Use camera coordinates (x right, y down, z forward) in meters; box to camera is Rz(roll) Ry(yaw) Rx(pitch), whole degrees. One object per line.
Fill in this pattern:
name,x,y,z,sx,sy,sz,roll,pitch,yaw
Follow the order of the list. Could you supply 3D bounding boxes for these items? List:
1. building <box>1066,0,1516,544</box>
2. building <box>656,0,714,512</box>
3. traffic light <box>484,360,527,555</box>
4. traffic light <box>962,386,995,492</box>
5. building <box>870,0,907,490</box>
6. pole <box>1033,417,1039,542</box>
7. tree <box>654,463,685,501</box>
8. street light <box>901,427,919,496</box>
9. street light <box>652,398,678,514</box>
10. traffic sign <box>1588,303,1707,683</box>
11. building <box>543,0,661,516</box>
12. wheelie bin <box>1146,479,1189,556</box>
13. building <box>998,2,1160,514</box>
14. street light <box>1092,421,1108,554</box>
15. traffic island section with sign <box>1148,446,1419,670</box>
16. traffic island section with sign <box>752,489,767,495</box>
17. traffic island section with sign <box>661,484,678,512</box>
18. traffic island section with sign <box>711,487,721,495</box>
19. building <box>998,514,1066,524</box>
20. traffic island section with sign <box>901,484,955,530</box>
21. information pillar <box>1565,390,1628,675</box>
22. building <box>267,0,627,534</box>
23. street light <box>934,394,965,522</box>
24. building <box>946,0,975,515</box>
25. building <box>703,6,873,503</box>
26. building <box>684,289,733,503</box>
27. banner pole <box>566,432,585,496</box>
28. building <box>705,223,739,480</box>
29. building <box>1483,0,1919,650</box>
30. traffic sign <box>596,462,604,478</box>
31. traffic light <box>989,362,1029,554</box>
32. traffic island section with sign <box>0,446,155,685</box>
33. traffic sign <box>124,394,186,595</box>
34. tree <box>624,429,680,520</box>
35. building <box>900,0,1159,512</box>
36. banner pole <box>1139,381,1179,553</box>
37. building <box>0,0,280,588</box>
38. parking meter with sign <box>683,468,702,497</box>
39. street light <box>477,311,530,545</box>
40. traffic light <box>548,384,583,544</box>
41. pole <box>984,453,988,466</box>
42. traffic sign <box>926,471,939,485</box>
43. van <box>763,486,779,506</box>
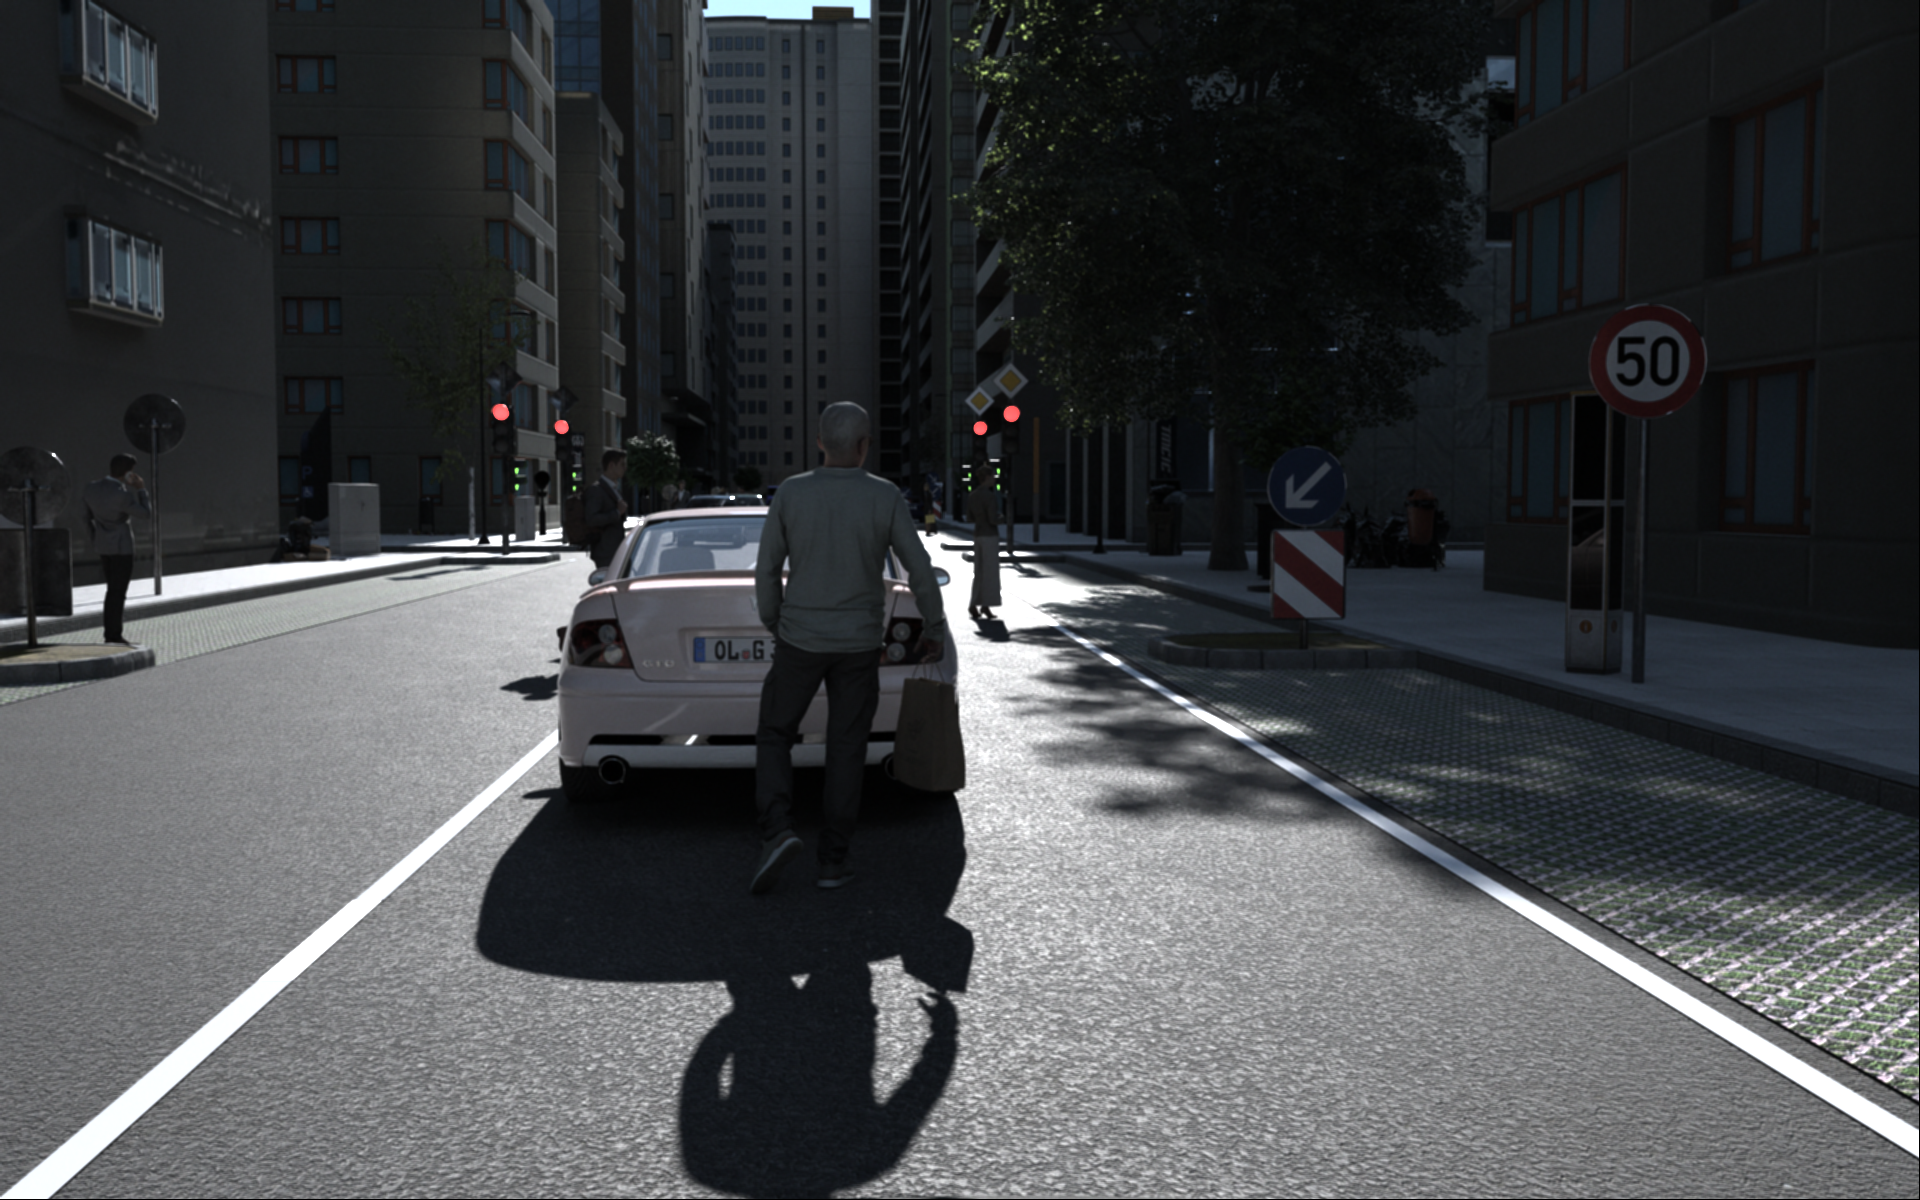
building,19.126,-45.370,54.473,31.000,86.520,22.319,0,4,-4
building,-33.207,-33.131,130.928,28.713,52.752,27.495,0,4,-4
traffic light,-9.527,-2.897,36.284,0.839,4.253,0.868,0,4,-4
traffic light,0.486,-3.431,45.020,0.839,4.253,0.868,0,4,-4
building,-0.629,-47.452,214.096,20.611,71.187,20.563,0,4,-4
pole,2.027,-3.190,45.993,0.158,3.312,0.155,0,3,0
tree,-16.516,-6.261,96.964,1.663,3.219,1.824,0,3,0
street light,-3.400,-8.999,119.669,1.470,5.913,1.316,0,4,-4
street light,-14.305,-6.799,83.709,1.470,5.913,1.316,0,4,-4
traffic sign,4.606,-0.708,11.689,0.768,2.556,0.104,0,4,6
building,-26.437,-27.991,107.761,14.600,45.320,14.200,0,4,-4
wheelie bin,4.295,-1.727,36.143,0.980,1.594,0.693,2,4,24
building,7.796,-31.515,138.974,21.300,48.544,21.600,0,4,-4
street light,2.477,-3.951,37.143,1.470,5.913,1.316,0,4,-4
traffic island section with sign,2.694,-0.390,15.002,1.989,1.847,2.006,0,4,-4
traffic island section with sign,-17.086,-8.396,145.904,1.989,1.847,2.006,0,4,-4
traffic island section with sign,-11.625,-3.728,69.589,1.989,1.847,2.006,0,4,-4
traffic island section with sign,-13.581,-5.405,96.991,1.989,1.847,2.006,0,4,-4
building,12.162,-28.179,84.435,21.300,48.544,21.600,0,4,-4
traffic island section with sign,-1.218,-3.734,69.674,1.989,1.847,2.006,0,4,-4
information pillar,4.561,-0.484,12.411,0.304,2.012,0.304,3,5,44
building,-28.947,-13.650,68.218,27.650,21.520,28.899,0,4,-4
street light,-0.496,-6.586,80.217,1.470,5.913,1.316,0,4,-4
building,6.016,-26.085,110.080,14.154,41.232,14.086,0,4,-4
building,-24.990,-41.035,212.922,28.212,58.520,21.231,0,4,-4
building,-35.785,-19.258,159.913,27.650,21.520,28.899,0,4,-4
banner pole,-13.698,-4.368,61.440,0.863,3.779,0.401,-1,4,-12
building,-30.990,-25.343,186.057,14.107,30.474,14.160,0,4,-4
building,21.807,-10.032,9.069,27.650,21.520,28.899,0,4,-4
traffic sign,-13.325,-3.989,65.324,0.768,2.556,0.104,0,4,-2
traffic light,1.056,-2.944,37.055,0.839,4.253,0.868,0,4,-4
traffic island section with sign,-7.624,-0.315,13.773,1.989,1.847,2.006,0,4,-4
traffic sign,-10.217,-1.338,21.990,0.768,2.556,0.104,0,4,-3
tree,-15.562,-6.318,87.021,4.285,4.588,4.351,0,3,0
building,5.556,-32.827,160.429,21.300,48.544,21.600,0,4,-4
banner pole,4.342,-2.923,37.806,0.863,3.779,0.401,0,4,-2
building,-22.495,-24.222,19.735,21.600,48.544,21.300,0,4,-4
parking meter with sign,-17.866,-7.426,117.681,1.738,3.016,0.543,0,4,1
street light,-11.598,-4.373,44.033,1.470,5.913,1.316,0,4,-4
traffic light,-10.097,-3.384,44.249,0.839,4.253,0.868,0,4,-4
pole,1.292,-5.621,85.742,0.158,3.312,0.155,0,3,0
traffic sign,-1.539,-5.963,97.599,0.768,2.556,0.104,0,4,-4
van,-13.167,-7.447,126.144,2.240,2.365,5.245,0,4,-6
